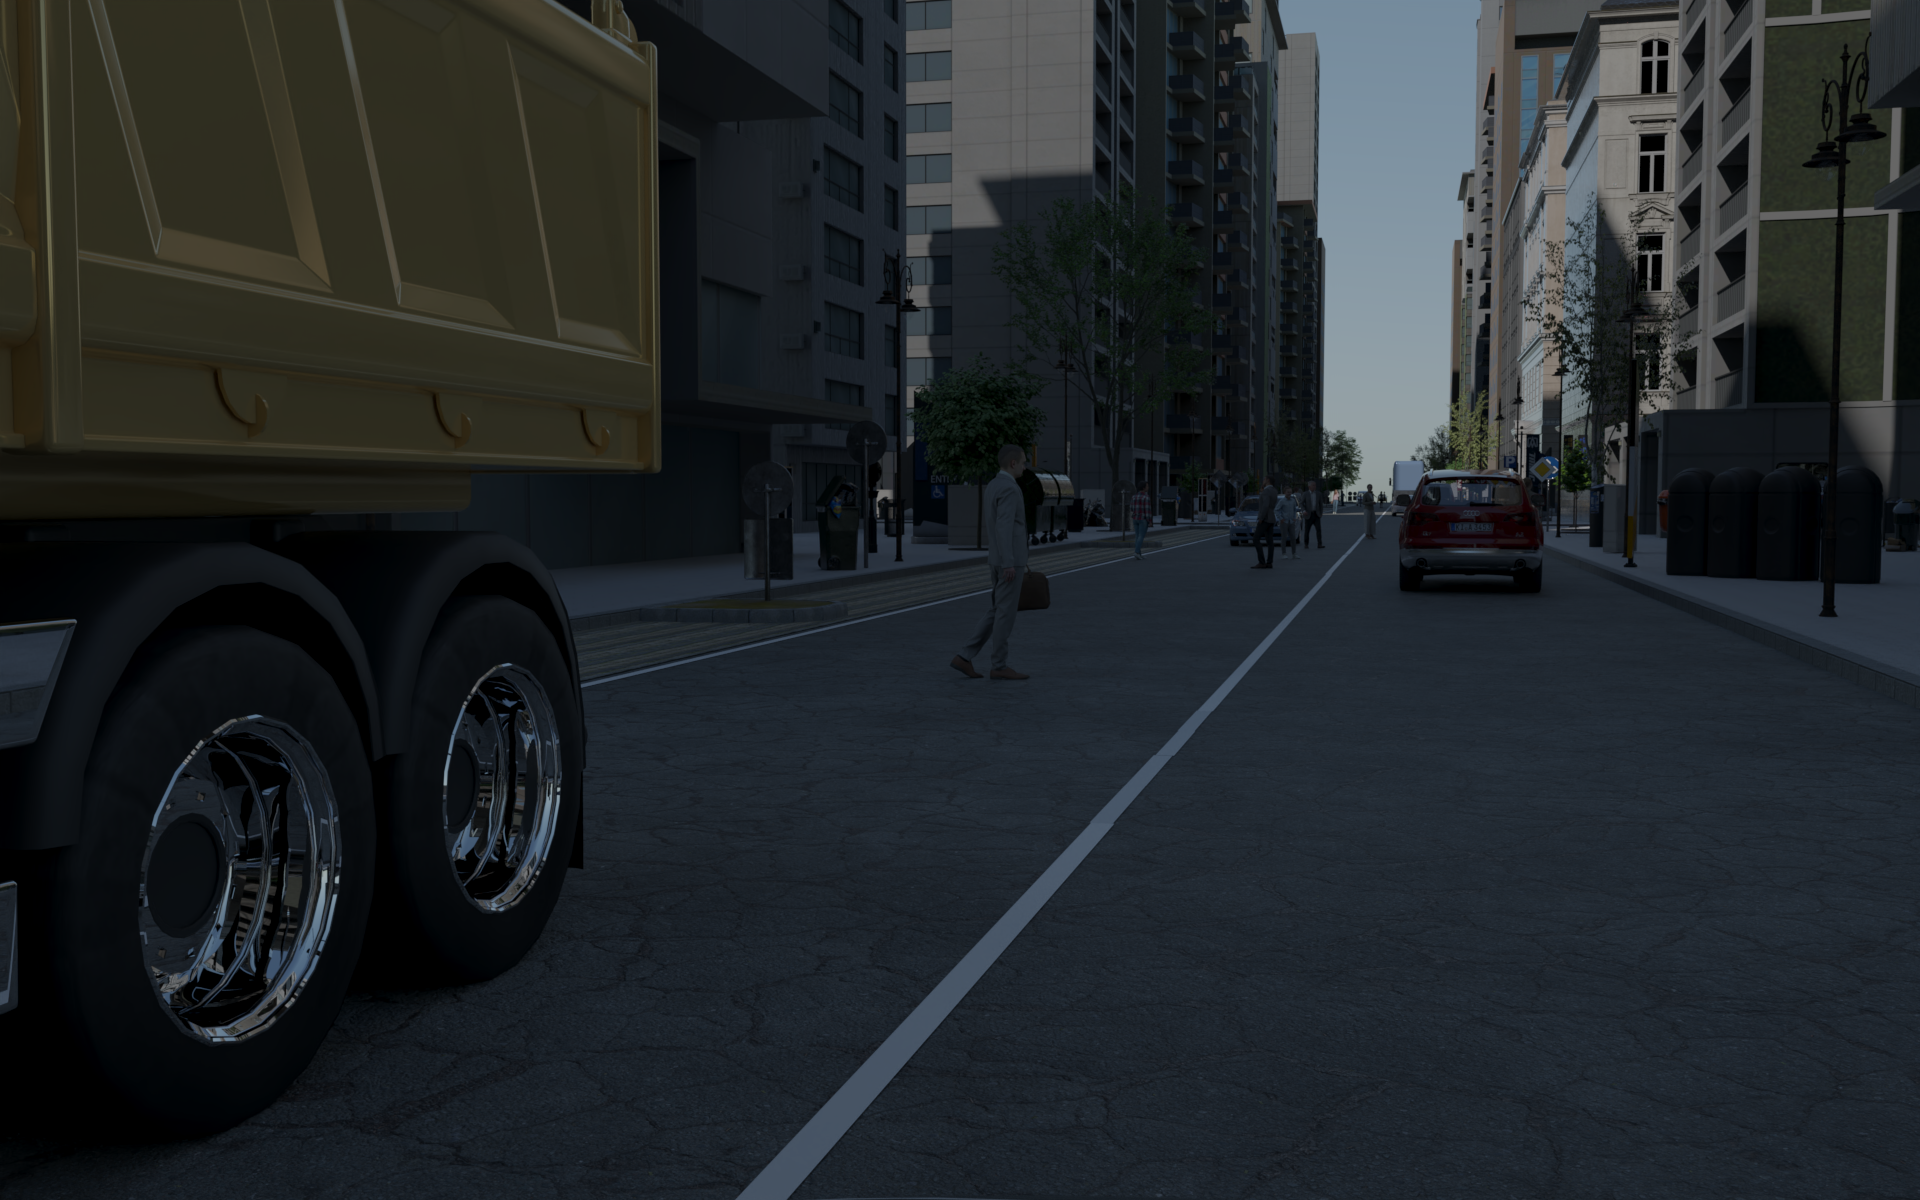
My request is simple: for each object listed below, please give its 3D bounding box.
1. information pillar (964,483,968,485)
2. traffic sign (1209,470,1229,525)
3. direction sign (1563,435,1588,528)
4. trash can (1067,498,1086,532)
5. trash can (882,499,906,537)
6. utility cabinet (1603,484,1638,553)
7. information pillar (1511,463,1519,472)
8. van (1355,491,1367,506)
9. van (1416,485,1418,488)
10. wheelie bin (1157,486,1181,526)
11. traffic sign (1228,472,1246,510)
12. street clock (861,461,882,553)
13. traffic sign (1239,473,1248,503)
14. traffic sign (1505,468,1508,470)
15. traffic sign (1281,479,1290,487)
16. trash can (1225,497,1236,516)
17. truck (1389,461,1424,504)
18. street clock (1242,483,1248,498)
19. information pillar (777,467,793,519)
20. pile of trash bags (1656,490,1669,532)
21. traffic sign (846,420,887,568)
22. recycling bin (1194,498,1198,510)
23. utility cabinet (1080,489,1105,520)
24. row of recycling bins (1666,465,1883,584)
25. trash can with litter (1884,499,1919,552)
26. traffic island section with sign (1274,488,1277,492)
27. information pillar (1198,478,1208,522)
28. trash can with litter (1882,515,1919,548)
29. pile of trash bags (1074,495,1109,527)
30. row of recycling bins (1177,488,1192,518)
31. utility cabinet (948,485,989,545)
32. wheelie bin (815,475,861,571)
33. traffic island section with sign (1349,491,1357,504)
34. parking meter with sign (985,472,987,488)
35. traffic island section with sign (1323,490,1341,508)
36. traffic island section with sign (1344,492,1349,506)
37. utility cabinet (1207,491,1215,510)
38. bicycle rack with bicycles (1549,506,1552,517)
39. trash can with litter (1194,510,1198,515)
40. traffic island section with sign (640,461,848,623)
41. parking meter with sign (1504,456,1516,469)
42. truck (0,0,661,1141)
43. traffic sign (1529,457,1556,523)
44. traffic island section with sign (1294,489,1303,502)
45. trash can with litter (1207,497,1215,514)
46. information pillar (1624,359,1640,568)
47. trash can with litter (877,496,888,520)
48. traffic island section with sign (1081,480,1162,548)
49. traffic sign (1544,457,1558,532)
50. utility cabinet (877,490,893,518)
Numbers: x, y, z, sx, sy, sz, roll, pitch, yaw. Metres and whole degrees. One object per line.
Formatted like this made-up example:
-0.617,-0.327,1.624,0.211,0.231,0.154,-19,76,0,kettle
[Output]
0.206,-6.171,92.247,0.183,3.616,0.504,3,5,43,information pillar
10.575,-4.104,70.750,0.795,2.450,0.064,1,4,14,traffic sign
23.471,-4.533,66.115,0.876,3.537,0.379,1,4,14,direction sign
3.863,-2.853,58.307,0.748,1.137,0.748,0,3,0,trash can
-1.958,-2.450,51.712,0.748,1.137,0.748,0,3,0,trash can
14.442,-1.783,37.831,0.318,1.500,1.173,3,5,42,utility cabinet
34.523,-7.131,107.942,0.504,3.616,0.183,1,4,9,information pillar
49.215,-12.499,211.365,2.013,2.044,4.112,1,4,13,van
18.234,-3.653,66.741,2.013,2.044,4.112,1,4,14,van
8.418,-3.781,69.735,0.980,1.594,0.693,1,4,17,wheelie bin
12.549,-4.578,78.488,0.795,2.450,0.064,1,4,14,traffic sign
-1.923,-2.022,37.629,0.358,2.002,0.471,2,4,33,street clock
16.673,-6.265,102.537,0.768,2.556,0.104,1,4,15,traffic sign
21.419,-3.935,67.974,0.795,2.450,0.064,1,4,14,traffic sign
26.827,-8.726,142.779,0.768,2.556,0.104,1,4,21,traffic sign
15.643,-5.415,100.187,0.748,1.137,0.748,0,3,0,trash can
35.064,-8.871,134.800,2.967,4.110,18.799,1,4,13,truck
18.493,-6.591,112.330,0.358,2.002,0.471,3,4,37,street clock
-4.689,-2.566,46.439,0.304,2.012,0.304,2,4,34,information pillar
16.895,-1.755,38.454,3.447,1.369,1.912,-1,4,-22,pile of trash bags
-1.630,-1.826,29.959,0.768,2.556,0.104,1,4,19,traffic sign
14.752,-6.000,110.652,0.722,1.027,0.722,-1,4,-20,recycling bin
6.410,-4.595,83.808,1.173,1.500,0.318,-2,4,-24,utility cabinet
12.212,-1.166,26.171,1.069,1.692,3.534,-2,4,-28,row of recycling bins
21.073,-1.665,38.611,1.055,1.170,0.624,-3,5,-42,trash can with litter
18.106,-5.613,100.406,1.989,1.847,2.006,1,4,14,traffic island section with sign
11.275,-4.645,80.435,0.304,2.012,0.304,-2,4,-29,information pillar
22.811,-1.862,41.508,2.233,1.210,1.678,-1,4,-9,trash can with litter
4.644,-3.618,68.906,1.912,1.369,3.447,-1,4,-10,pile of trash bags
11.827,-5.249,92.933,1.069,1.692,3.534,0,4,-5,row of recycling bins
0.306,-2.087,42.794,1.173,1.500,0.318,0,4,7,utility cabinet
-2.050,-1.308,29.296,0.693,1.594,0.980,-1,4,-19,wheelie bin
57.392,-15.036,254.459,1.989,1.847,2.006,1,4,14,traffic island section with sign
1.825,-4.443,68.902,1.738,3.016,0.543,-1,4,-18,parking meter with sign
37.170,-10.185,175.148,1.989,1.847,2.006,1,4,14,traffic island section with sign
43.916,-11.805,201.632,1.989,1.847,2.006,1,4,14,traffic island section with sign
17.097,-6.683,117.946,1.173,1.500,0.318,-1,4,-9,utility cabinet
31.234,-5.038,95.748,2.925,0.926,2.852,-1,4,-11,bicycle rack with bicycles
14.285,-5.852,107.068,1.055,1.170,0.624,-2,4,-25,trash can with litter
-2.389,-0.698,20.044,1.989,1.847,2.006,1,4,14,traffic island section with sign
24.874,-5.001,78.026,0.543,3.016,1.738,1,4,10,parking meter with sign
-3.324,-0.361,1.819,3.469,3.379,9.791,1,4,12,truck
17.968,-3.199,53.486,0.795,2.450,0.064,1,4,19,traffic sign
24.859,-7.232,126.874,1.989,1.847,2.006,1,4,14,traffic island section with sign
15.975,-6.018,109.780,0.624,1.170,1.055,-3,5,-43,trash can with litter
11.817,-2.387,30.385,0.183,3.616,0.504,2,4,28,information pillar
-4.059,-4.589,86.424,1.055,1.170,0.624,2,4,26,trash can with litter
4.408,-2.327,46.672,1.989,1.847,2.006,1,4,14,traffic island section with sign
20.014,-3.597,58.920,0.768,2.556,0.104,1,4,19,traffic sign
-4.047,-5.029,90.902,1.173,1.500,0.318,-2,4,-25,utility cabinet
